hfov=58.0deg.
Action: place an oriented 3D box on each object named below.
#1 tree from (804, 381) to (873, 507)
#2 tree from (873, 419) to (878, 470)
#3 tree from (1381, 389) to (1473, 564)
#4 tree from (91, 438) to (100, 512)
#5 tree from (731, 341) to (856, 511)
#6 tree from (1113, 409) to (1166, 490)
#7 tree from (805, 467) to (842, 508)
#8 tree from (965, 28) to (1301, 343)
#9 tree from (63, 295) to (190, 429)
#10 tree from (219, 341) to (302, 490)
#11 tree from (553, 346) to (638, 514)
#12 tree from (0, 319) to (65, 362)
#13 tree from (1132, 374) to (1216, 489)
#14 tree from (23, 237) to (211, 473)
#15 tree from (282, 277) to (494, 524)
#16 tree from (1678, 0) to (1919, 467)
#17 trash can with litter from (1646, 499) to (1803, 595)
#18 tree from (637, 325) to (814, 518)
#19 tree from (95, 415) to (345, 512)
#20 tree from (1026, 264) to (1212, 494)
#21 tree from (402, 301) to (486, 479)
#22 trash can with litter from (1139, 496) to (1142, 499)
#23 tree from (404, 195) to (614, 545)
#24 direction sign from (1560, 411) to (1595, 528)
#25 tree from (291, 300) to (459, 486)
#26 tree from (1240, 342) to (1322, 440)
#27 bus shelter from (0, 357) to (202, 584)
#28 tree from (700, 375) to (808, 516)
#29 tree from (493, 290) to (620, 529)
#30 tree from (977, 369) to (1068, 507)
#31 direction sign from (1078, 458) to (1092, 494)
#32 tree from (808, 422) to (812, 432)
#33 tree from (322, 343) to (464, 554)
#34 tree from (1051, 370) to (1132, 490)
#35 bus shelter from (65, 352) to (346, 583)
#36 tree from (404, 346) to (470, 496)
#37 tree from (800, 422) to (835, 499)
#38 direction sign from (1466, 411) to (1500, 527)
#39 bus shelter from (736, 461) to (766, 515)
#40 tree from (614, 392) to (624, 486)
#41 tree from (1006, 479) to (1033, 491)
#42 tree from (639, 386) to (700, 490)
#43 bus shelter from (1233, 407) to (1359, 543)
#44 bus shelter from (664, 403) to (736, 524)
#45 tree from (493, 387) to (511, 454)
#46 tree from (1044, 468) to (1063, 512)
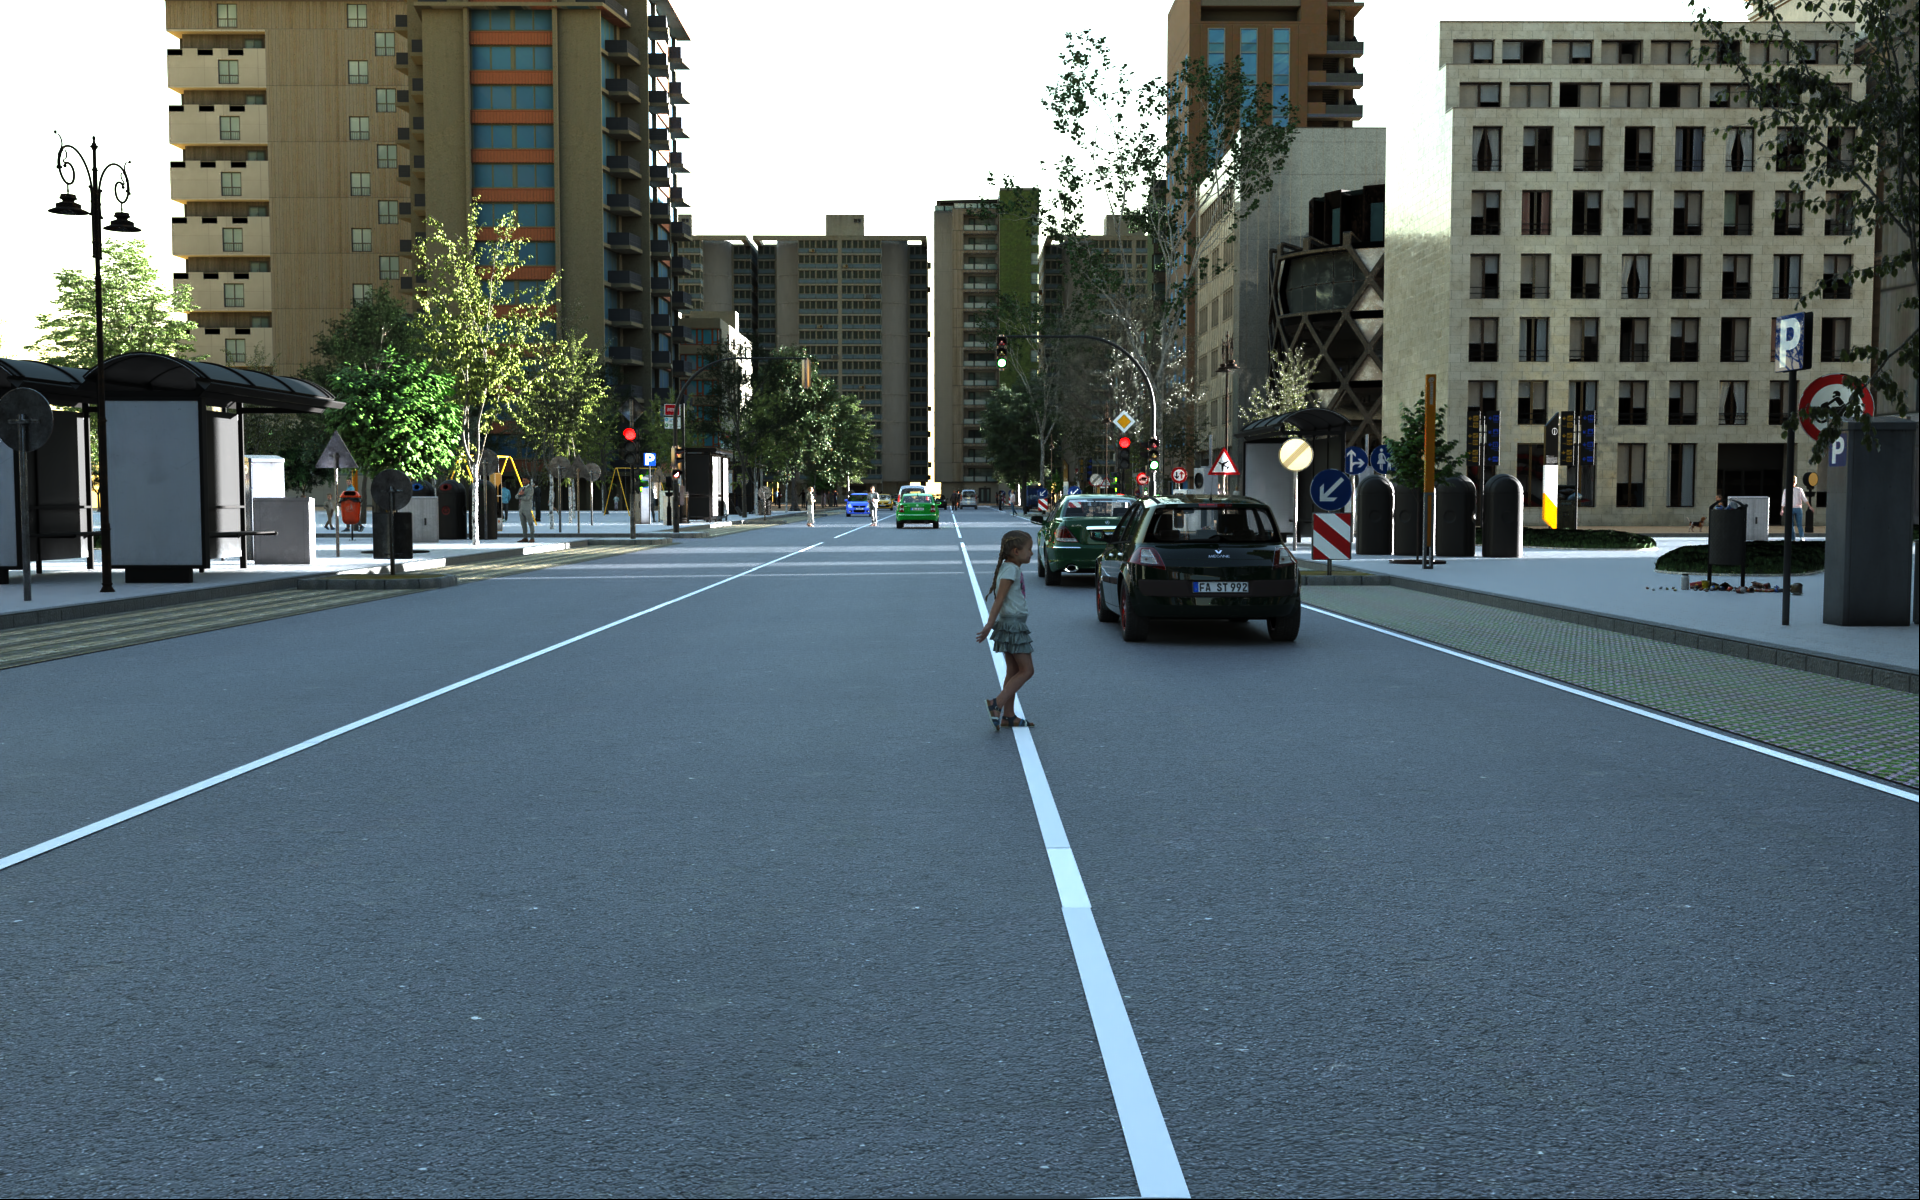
[{"bbox_3d":[-13.103,-15.639,173.829,7.486,12.596,7.792,0,3,0],"label":"tree"},{"bbox_3d":[-12.892,-17.060,197.064,7.486,12.596,7.792,0,3,0],"label":"tree"},{"bbox_3d":[8.614,-2.287,31.994,1.663,3.219,1.824,0,3,0],"label":"tree"},{"bbox_3d":[-65.975,-9.538,118.850,11.467,7.101,20.602,0,4,4],"label":"tree"},{"bbox_3d":[-12.516,-12.995,129.484,9.611,12.733,9.660,0,3,0],"label":"tree"},{"bbox_3d":[13.406,-10.780,126.615,4.737,8.622,4.395,0,3,0],"label":"tree"},{"bbox_3d":[-12.324,-10.524,155.777,4.285,4.588,4.351,0,3,0],"label":"tree"},{"bbox_3d":[7.083,-13.197,71.658,12.611,20.169,13.585,0,3,0],"label":"tree"},{"bbox_3d":[-29.888,-6.875,62.762,4.737,8.622,4.395,0,3,0],"label":"tree"},{"bbox_3d":[-34.263,-8.153,83.667,4.360,8.622,3.978,0,3,0],"label":"tree"},{"bbox_3d":[-22.702,-10.694,109.251,7.601,10.594,8.767,0,4,1],"label":"tree"},{"bbox_3d":[-38.835,-7.204,68.140,4.737,8.622,4.395,0,3,0],"label":"tree"},{"bbox_3d":[13.508,-9.594,107.225,4.360,8.622,3.978,0,3,0],"label":"tree"},{"bbox_3d":[-36.955,-9.688,76.527,7.486,12.596,7.792,0,3,0],"label":"tree"},{"bbox_3d":[-25.354,-8.546,74.138,7.601,10.594,8.767,0,4,4],"label":"tree"},{"bbox_3d":[8.402,-3.900,14.120,4.360,8.622,3.978,0,3,0],"label":"tree"},{"bbox_3d":[10.318,-0.710,22.668,1.678,1.210,2.233,-2,4,-31],"label":"trash can with litter"},{"bbox_3d":[-11.629,-9.809,94.790,8.767,10.594,7.601,2,4,23],"label":"tree"},{"bbox_3d":[-49.720,-9.558,119.179,11.467,7.101,20.602,-1,4,-8],"label":"tree"},{"bbox_3d":[8.514,-11.161,92.858,12.009,13.543,11.850,0,3,0],"label":"tree"},{"bbox_3d":[-35.666,-12.654,113.554,9.857,13.997,8.962,0,3,0],"label":"tree"},{"bbox_3d":[8.572,-4.018,76.748,2.233,1.210,1.678,-2,4,-24],"label":"trash can with litter"},{"bbox_3d":[-12.114,-5.711,43.736,4.737,8.622,4.395,0,3,0],"label":"tree"},{"bbox_3d":[16.819,-3.378,47.235,0.876,3.537,0.379,2,4,30],"label":"direction sign"},{"bbox_3d":[-33.946,-11.264,101.174,9.611,12.733,9.660,0,3,0],"label":"tree"},{"bbox_3d":[15.857,-8.213,84.645,4.360,8.622,3.978,0,3,0],"label":"tree"},{"bbox_3d":[-14.119,-2.026,27.048,2.014,3.302,5.546,0,4,0],"label":"bus shelter"},{"bbox_3d":[-12.314,-9.359,103.377,4.737,8.622,4.395,0,3,0],"label":"tree"},{"bbox_3d":[-14.730,-6.898,63.148,4.360,8.622,3.978,0,3,0],"label":"tree"},{"bbox_3d":[6.551,-16.596,177.998,9.857,13.997,8.962,0,3,0],"label":"tree"},{"bbox_3d":[7.785,-7.086,107.860,0.876,3.537,0.379,1,4,16],"label":"direction sign"},{"bbox_3d":[-12.255,-10.370,119.907,4.737,8.622,4.395,0,3,0],"label":"tree"},{"bbox_3d":[-12.363,-3.315,37.913,4.285,4.588,4.351,0,3,0],"label":"tree"},{"bbox_3d":[7.354,-9.410,104.223,4.360,8.622,3.978,0,3,0],"label":"tree"},{"bbox_3d":[-11.660,-2.049,27.426,2.014,3.302,5.546,0,4,0],"label":"bus shelter"},{"bbox_3d":[-25.782,-8.203,84.486,4.360,8.622,3.978,0,3,0],"label":"tree"},{"bbox_3d":[-12.651,-12.060,147.539,4.360,8.622,3.978,0,3,0],"label":"tree"},{"bbox_3d":[14.275,-3.384,47.319,0.876,3.537,0.379,2,4,29],"label":"direction sign"},{"bbox_3d":[-14.041,-8.212,111.895,2.179,5.291,8.768,0,4,0],"label":"bus shelter"},{"bbox_3d":[-17.429,-7.696,76.193,4.737,8.622,4.395,0,3,0],"label":"tree"},{"bbox_3d":[7.162,-13.734,208.267,4.285,4.588,4.351,0,3,0],"label":"tree"},{"bbox_3d":[-19.029,-10.237,117.731,4.737,8.622,4.395,0,3,0],"label":"tree"},{"bbox_3d":[8.278,-3.017,43.257,2.014,3.302,5.546,0,4,-1],"label":"bus shelter"},{"bbox_3d":[-12.035,-6.225,79.417,2.179,5.291,8.768,0,4,0],"label":"bus shelter"},{"bbox_3d":[-37.008,-11.856,128.262,8.767,10.594,7.601,2,4,24],"label":"tree"},{"bbox_3d":[6.873,-7.985,125.159,1.663,3.219,1.824,0,3,0],"label":"tree"}]
